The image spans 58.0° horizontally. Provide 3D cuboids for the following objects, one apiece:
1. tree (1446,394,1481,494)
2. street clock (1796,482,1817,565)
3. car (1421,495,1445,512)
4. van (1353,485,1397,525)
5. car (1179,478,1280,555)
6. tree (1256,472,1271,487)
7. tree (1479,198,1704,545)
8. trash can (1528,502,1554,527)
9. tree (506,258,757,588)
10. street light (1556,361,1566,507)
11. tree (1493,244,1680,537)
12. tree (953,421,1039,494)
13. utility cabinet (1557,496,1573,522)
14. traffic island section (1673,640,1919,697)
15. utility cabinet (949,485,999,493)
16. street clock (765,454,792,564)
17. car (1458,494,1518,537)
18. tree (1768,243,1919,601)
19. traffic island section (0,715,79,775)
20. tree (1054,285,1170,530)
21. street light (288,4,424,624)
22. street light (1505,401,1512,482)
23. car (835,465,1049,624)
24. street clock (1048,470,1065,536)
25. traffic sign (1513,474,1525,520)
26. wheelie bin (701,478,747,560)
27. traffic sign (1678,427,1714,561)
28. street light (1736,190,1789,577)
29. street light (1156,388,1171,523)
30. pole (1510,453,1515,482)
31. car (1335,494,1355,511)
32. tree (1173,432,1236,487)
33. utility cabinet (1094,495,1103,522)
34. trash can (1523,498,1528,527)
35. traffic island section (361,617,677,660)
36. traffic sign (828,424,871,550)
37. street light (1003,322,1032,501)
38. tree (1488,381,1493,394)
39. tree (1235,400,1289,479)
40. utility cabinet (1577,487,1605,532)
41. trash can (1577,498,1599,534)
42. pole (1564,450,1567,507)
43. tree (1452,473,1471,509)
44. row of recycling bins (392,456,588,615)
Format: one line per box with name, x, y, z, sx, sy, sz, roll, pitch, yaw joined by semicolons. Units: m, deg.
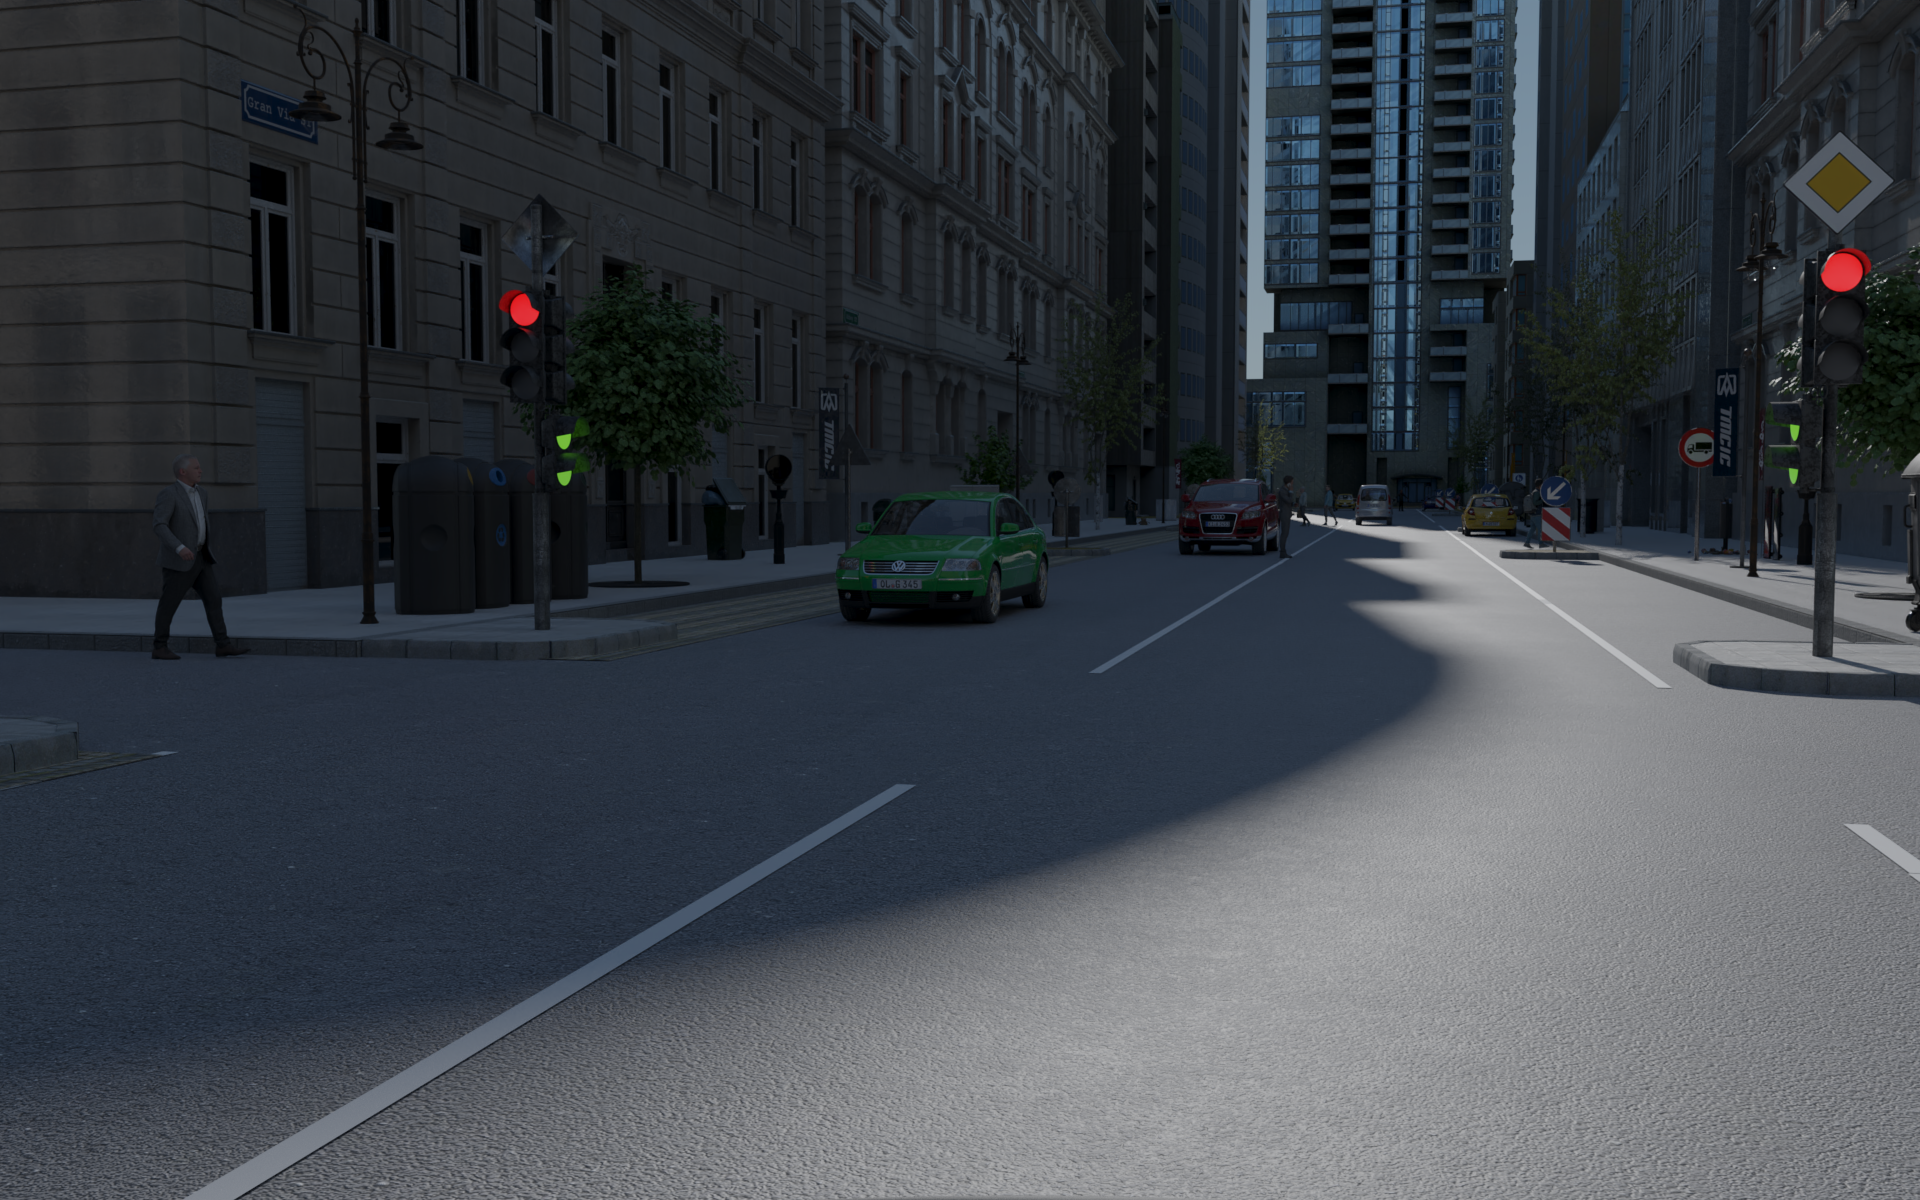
tree;37.239;-10.689;125.134;4.737;8.622;4.395;0;3;0
street clock;15.289;-1.634;31.290;0.358;2.002;0.471;-2;4;-29
car;38.987;-7.957;142.669;1.945;1.354;3.894;1;4;13
van;19.363;-4.521;80.923;2.013;2.044;4.112;1;4;14
car;6.645;-2.063;42.405;2.281;1.827;5.304;1;4;16
tree;24.624;-8.939;140.762;1.663;3.219;1.824;0;3;0
tree;16.425;-5.692;43.420;4.737;8.622;4.395;0;3;0
trash can;20.453;-2.981;60.387;0.748;1.137;0.748;0;3;0
tree;-4.444;-2.476;24.200;4.285;4.588;4.351;0;3;0
street light;19.447;-5.076;55.781;0.468;5.910;1.993;1;4;14
tree;18.487;-6.144;50.820;4.360;8.622;3.978;0;3;0
tree;0.899;-3.037;44.249;1.663;3.219;1.824;0;3;0
utility cabinet;28.210;-4.262;80.848;0.306;1.237;1.020;-1;4;-10
traffic island section;6.837;0.526;13.685;2.009;0.180;2.903;1;4;14
utility cabinet;0.345;-2.042;42.067;1.173;1.500;0.318;1;4;12
street clock;-3.322;-1.662;31.747;0.471;2.002;0.358;-1;4;-14
car;18.266;-3.035;59.847;2.015;1.641;3.980;1;4;14
tree;11.817;-2.297;21.263;4.285;4.588;4.351;0;3;0
traffic island section;-5.915;0.834;8.651;2.009;0.180;2.903;1;4;14
tree;5.151;-6.831;62.055;4.737;8.622;4.395;0;3;0
street light;-5.854;-2.703;16.986;0.468;5.910;1.993;1;4;14
street light;26.836;-6.853;84.834;0.468;5.910;1.993;1;4;14
car;-0.121;-0.729;20.708;1.959;1.807;4.718;1;4;14
street clock;2.929;-2.950;52.800;0.471;2.002;0.358;-2;4;-26
traffic sign;27.480;-5.079;85.173;0.606;2.300;0.079;1;4;15
wheelie bin;-4.628;-1.582;33.771;0.693;1.594;0.980;2;4;28
traffic sign;14.143;-2.023;33.178;0.768;2.556;0.104;1;4;14
street light;12.290;-3.295;26.669;0.468;5.910;1.993;1;4;14
street light;8.914;-6.299;75.775;0.468;5.910;1.993;1;4;14
pole;27.399;-5.631;85.906;0.158;3.312;0.155;0;3;0
car;33.470;-8.579;150.484;2.015;1.641;3.980;1;4;13
tree;12.869;-6.618;91.923;4.285;4.588;4.351;0;3;0
utility cabinet;6.282;-4.129;78.674;0.306;1.237;1.020;1;4;12
trash can;22.014;-3.360;66.590;0.748;1.137;0.748;0;3;0
traffic island section;-3.968;0.360;16.396;2.009;0.180;2.903;1;4;14
traffic sign;-2.056;-1.962;32.081;0.884;2.594;0.081;2;4;24
street light;1.549;-4.515;46.601;0.468;5.910;1.993;1;4;14
tree;24.401;-7.498;72.948;4.360;8.622;3.978;0;3;0
tree;23.403;-11.323;135.488;4.360;8.622;3.978;0;3;0
utility cabinet;20.924;-2.984;57.462;1.173;1.500;0.318;-3;5;-40
trash can;20.253;-2.706;55.904;0.748;1.137;0.748;0;3;0
pole;27.916;-5.269;79.991;0.158;3.312;0.155;0;3;0
tree;44.157;-9.684;152.934;1.663;3.219;1.824;0;3;0
row of recycling bins;-5.388;-0.788;19.994;1.069;1.692;3.534;1;4;14
